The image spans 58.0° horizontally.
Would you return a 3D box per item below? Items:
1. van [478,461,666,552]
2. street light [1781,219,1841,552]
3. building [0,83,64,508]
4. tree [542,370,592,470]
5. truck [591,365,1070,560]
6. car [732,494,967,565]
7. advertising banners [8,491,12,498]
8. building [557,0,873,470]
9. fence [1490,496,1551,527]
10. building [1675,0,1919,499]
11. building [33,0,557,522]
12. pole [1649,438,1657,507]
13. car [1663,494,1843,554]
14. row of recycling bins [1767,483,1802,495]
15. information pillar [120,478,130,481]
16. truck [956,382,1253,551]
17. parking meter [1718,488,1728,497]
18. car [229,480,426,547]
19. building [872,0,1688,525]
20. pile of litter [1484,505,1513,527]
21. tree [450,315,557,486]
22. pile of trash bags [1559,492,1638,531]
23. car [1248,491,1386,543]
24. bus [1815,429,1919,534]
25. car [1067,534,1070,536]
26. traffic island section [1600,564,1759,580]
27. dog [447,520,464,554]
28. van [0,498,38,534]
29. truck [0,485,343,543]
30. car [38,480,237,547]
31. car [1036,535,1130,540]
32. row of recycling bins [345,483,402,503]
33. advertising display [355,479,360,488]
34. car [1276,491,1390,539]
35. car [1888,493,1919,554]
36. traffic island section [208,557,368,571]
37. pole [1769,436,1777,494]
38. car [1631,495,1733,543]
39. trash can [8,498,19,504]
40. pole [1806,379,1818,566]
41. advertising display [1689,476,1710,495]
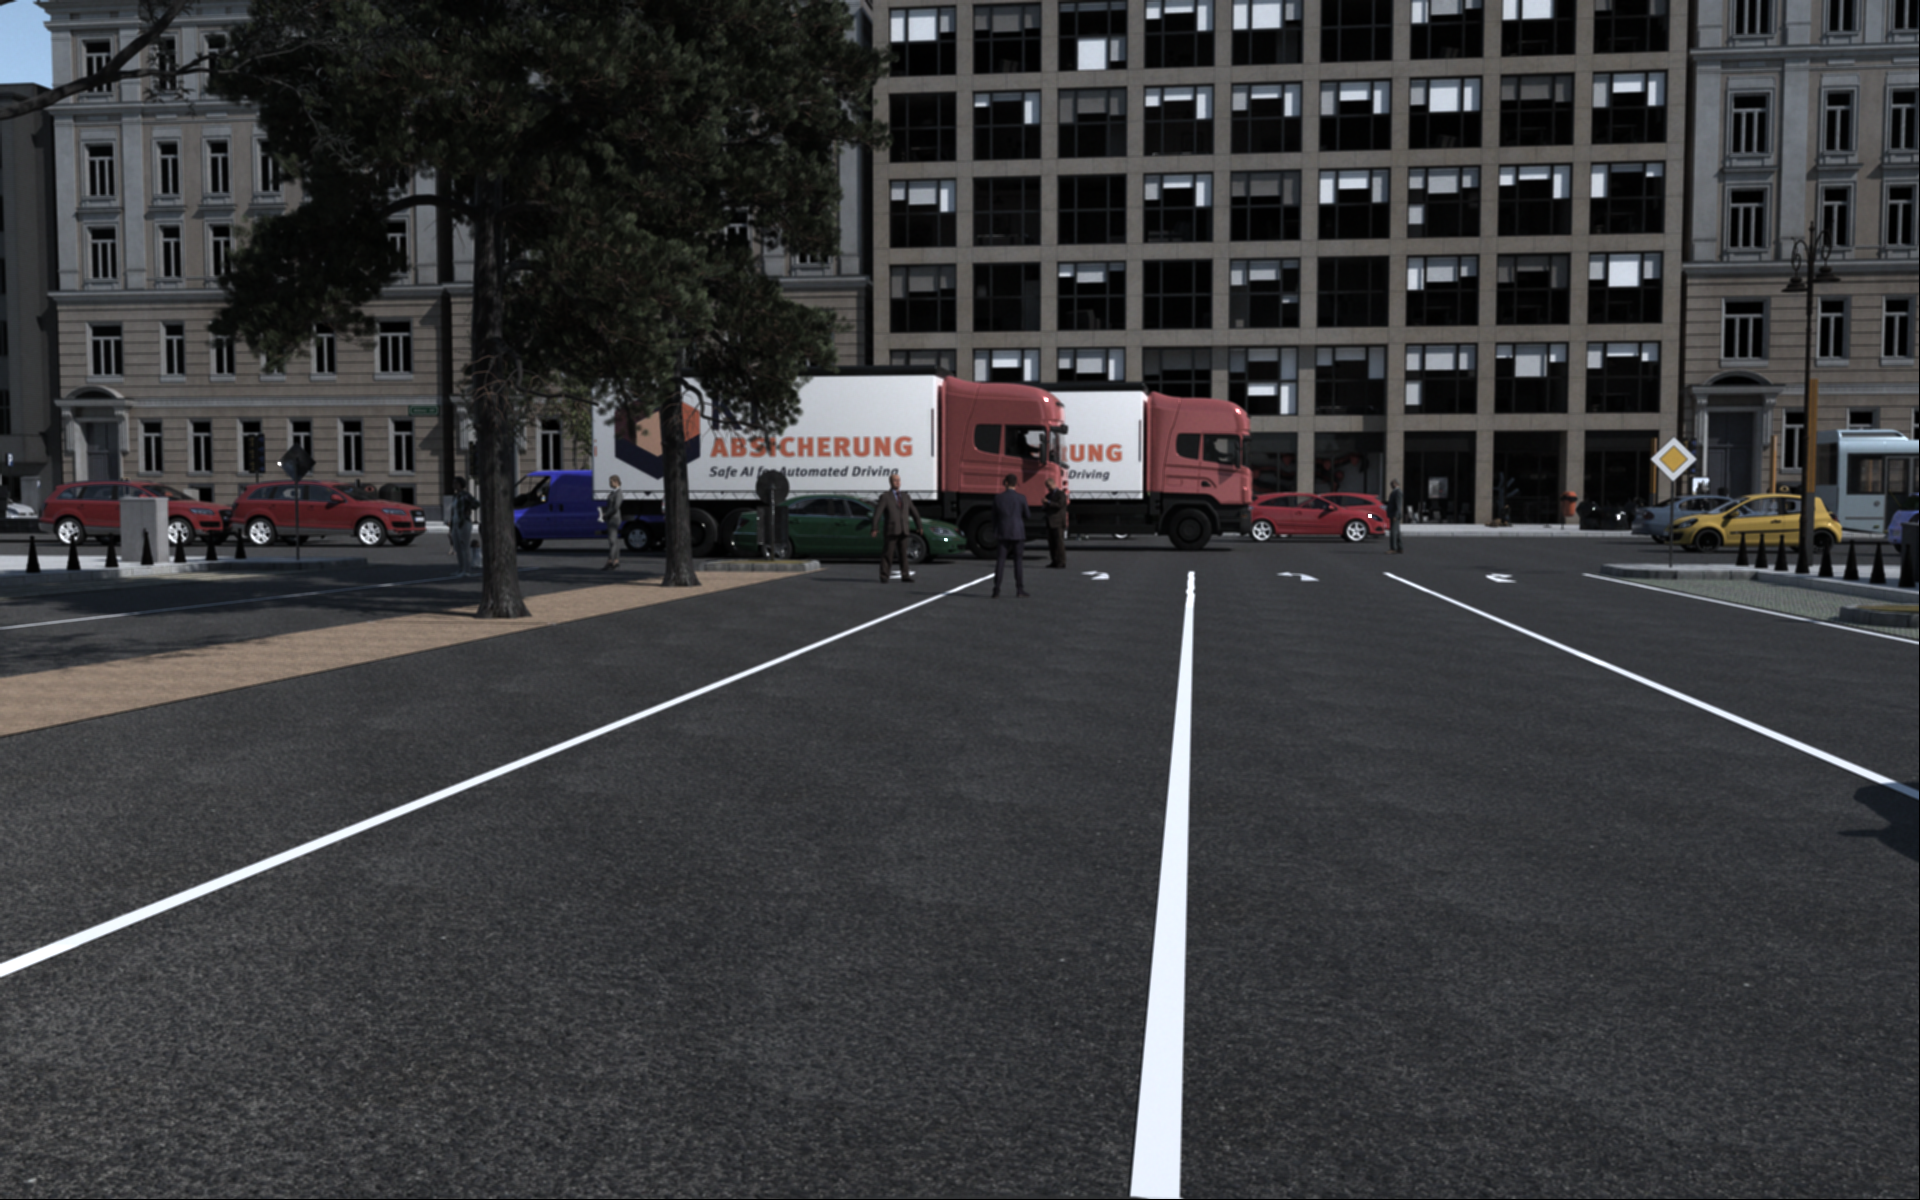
[{"bbox_3d":[-9.445,-2.398,43.595,5.245,2.365,2.240,0,4,7],"label":"van"},{"bbox_3d":[14.413,-3.467,29.474,0.468,5.910,1.993,0,4,8],"label":"street light"},{"bbox_3d":[-57.665,-16.626,90.907,30.058,24.678,14.314,0,4,8],"label":"building"},{"bbox_3d":[-16.003,-7.526,73.413,4.737,8.622,4.395,0,3,0],"label":"tree"},{"bbox_3d":[-2.547,-3.069,39.093,11.283,4.237,2.839,1,4,9],"label":"truck"},{"bbox_3d":[-2.298,-1.498,36.284,4.920,1.459,2.131,1,4,9],"label":"car"},{"bbox_3d":[-42.154,-4.895,76.229,2.074,3.025,0.090,3,5,43],"label":"advertising banners"},{"bbox_3d":[-12.964,-18.234,84.033,20.117,28.700,13.634,0,4,8],"label":"building"},{"bbox_3d":[21.677,-3.409,66.937,2.264,1.192,0.480,0,4,-1],"label":"fence"},{"bbox_3d":[40.856,-17.809,77.087,20.117,28.700,13.634,0,4,8],"label":"building"},{"bbox_3d":[-32.805,-18.441,87.417,20.117,28.700,13.634,0,4,8],"label":"building"},{"bbox_3d":[25.148,-4.221,62.864,0.158,3.312,0.155,0,3,0],"label":"pole"},{"bbox_3d":[19.446,-1.980,42.589,3.980,1.641,2.015,1,4,9],"label":"car"},{"bbox_3d":[31.929,-3.506,64.439,3.534,1.692,1.069,2,4,26],"label":"row of recycling bins"},{"bbox_3d":[-38.030,-4.551,78.906,0.304,2.012,0.304,2,4,28],"label":"information pillar"},{"bbox_3d":[2.551,-3.422,44.864,11.283,4.237,2.839,1,4,9],"label":"truck"},{"bbox_3d":[29.526,-3.587,67.056,0.372,1.533,0.369,0,3,0],"label":"parking meter"},{"bbox_3d":[-17.358,-2.387,47.701,5.304,1.827,2.281,0,4,7],"label":"car"},{"bbox_3d":[14.316,-17.054,83.342,34.151,26.468,19.350,0,4,8],"label":"building"},{"bbox_3d":[21.394,-3.352,68.778,1.176,0.858,1.719,2,4,27],"label":"pile of litter"},{"bbox_3d":[-18.251,-7.234,68.642,4.360,8.622,3.978,0,3,0],"label":"tree"},{"bbox_3d":[22.813,-3.200,62.073,1.912,1.369,3.447,-2,4,-24],"label":"pile of trash bags"},{"bbox_3d":[10.499,-2.629,52.027,4.494,1.783,2.155,0,4,7],"label":"car"},{"bbox_3d":[31.609,-3.325,49.216,13.247,3.499,2.948,1,4,9],"label":"bus"},{"bbox_3d":[2.148,-3.035,58.423,4.718,1.807,1.959,0,4,8],"label":"car"},{"bbox_3d":[12.418,-0.486,30.226,2.009,0.180,2.903,0,4,8],"label":"traffic island section"},{"bbox_3d":[-11.889,-1.501,41.377,0.800,0.831,0.513,-2,4,-28],"label":"dog"},{"bbox_3d":[-36.030,-3.458,63.556,4.112,2.044,2.013,0,4,8],"label":"van"},{"bbox_3d":[-28.172,-3.822,52.247,18.799,4.110,2.967,0,4,6],"label":"truck"},{"bbox_3d":[-22.798,-2.417,48.197,5.304,1.827,2.281,0,4,6],"label":"car"},{"bbox_3d":[3.714,-2.825,55.236,4.494,1.783,2.155,0,4,7],"label":"car"},{"bbox_3d":[-23.534,-3.691,67.463,3.534,1.692,1.069,-3,5,-41],"label":"row of recycling bins"},{"bbox_3d":[-25.921,-4.243,74.580,0.123,1.923,0.974,-1,4,-22],"label":"advertising display"},{"bbox_3d":[11.858,-2.895,56.379,4.494,1.783,2.155,1,4,9],"label":"car"},{"bbox_3d":[23.526,-1.855,39.922,3.694,1.707,1.945,1,4,9],"label":"car"},{"bbox_3d":[-12.889,-0.696,33.668,2.009,0.180,2.903,0,4,8],"label":"traffic island section"},{"bbox_3d":[28.437,-4.084,60.617,0.158,3.312,0.155,0,3,0],"label":"pole"},{"bbox_3d":[21.695,-2.305,49.691,4.499,1.417,2.014,0,4,6],"label":"car"},{"bbox_3d":[-39.297,-3.669,71.640,0.748,1.137,0.748,0,3,0],"label":"trash can"},{"bbox_3d":[15.088,-2.257,30.749,0.158,3.312,0.155,0,3,0],"label":"pole"},{"bbox_3d":[27.067,-3.559,63.407,0.974,1.923,0.123,-2,4,-28],"label":"advertising display"}]
